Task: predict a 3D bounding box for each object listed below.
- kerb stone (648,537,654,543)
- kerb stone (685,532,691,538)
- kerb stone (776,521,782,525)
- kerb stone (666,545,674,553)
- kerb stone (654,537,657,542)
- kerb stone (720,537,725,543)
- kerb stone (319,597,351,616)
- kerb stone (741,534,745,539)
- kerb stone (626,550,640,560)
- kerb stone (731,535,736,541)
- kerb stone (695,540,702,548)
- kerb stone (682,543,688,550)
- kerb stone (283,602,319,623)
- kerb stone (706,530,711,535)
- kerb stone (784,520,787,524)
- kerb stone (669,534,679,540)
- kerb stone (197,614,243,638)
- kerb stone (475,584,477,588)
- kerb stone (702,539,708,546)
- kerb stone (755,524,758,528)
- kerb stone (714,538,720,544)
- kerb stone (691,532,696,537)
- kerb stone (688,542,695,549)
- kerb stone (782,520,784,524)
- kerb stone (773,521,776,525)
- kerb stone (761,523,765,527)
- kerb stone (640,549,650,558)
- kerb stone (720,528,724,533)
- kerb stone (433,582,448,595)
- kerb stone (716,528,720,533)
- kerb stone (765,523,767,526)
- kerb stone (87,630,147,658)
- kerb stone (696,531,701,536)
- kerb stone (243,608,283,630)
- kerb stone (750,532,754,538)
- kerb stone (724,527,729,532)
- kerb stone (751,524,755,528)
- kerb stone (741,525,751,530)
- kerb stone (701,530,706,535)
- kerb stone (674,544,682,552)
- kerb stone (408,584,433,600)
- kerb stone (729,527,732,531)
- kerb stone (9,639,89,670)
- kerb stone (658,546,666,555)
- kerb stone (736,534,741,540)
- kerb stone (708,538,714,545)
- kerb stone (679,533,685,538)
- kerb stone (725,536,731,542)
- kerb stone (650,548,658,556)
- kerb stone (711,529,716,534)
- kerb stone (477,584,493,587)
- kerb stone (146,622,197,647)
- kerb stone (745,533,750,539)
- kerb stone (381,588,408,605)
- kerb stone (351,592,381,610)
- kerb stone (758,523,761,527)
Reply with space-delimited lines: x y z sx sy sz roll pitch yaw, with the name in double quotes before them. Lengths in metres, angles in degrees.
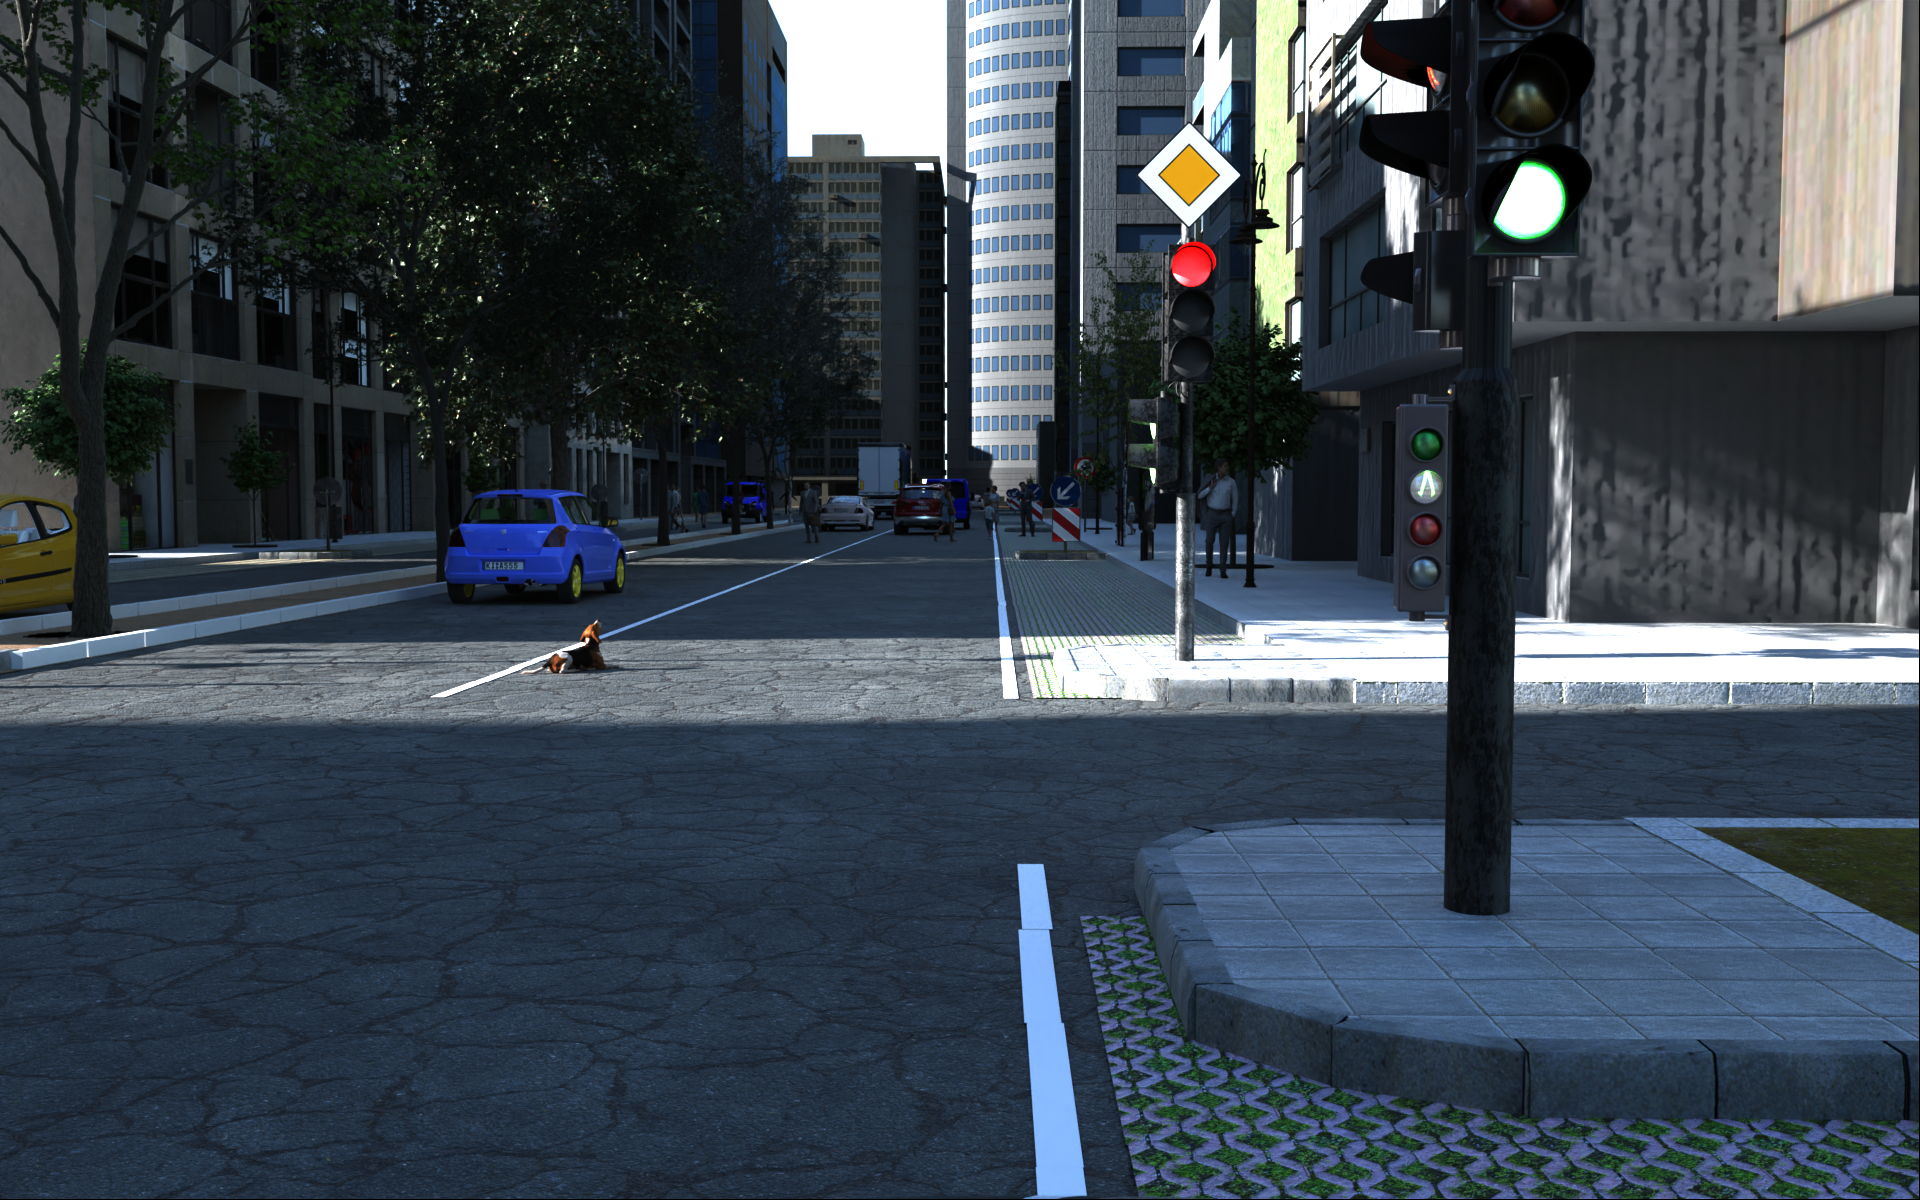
"kerb stone" -9.142 -1.731 50.502 0.120 0.150 1.000 0 4 1
"kerb stone" -9.038 -2.107 56.648 0.120 0.150 1.000 0 4 1
"kerb stone" -8.608 -3.610 81.258 0.120 0.150 1.000 0 4 1
"kerb stone" -7.183 -1.227 42.255 0.120 0.150 1.000 0 4 1
"kerb stone" -9.125 -1.793 51.524 0.120 0.150 1.000 0 4 1
"kerb stone" -7.051 -1.728 50.451 0.120 0.150 1.000 0 4 1
"kerb stone" -7.562 0.089 20.733 0.120 0.150 1.000 0 4 1
"kerb stone" -6.968 -1.975 54.551 0.120 0.150 1.000 0 4 1
"kerb stone" -7.261 -0.977 38.162 0.120 0.150 1.000 0 4 1
"kerb stone" -7.006 -1.854 52.500 0.120 0.150 1.000 0 4 1
"kerb stone" -7.110 -1.476 46.350 0.120 0.150 1.000 0 4 1
"kerb stone" -7.159 -1.352 44.303 0.120 0.150 1.000 0 4 1
"kerb stone" -7.581 0.152 19.711 0.120 0.150 1.000 0 4 1
"kerb stone" -8.967 -2.359 60.770 0.120 0.150 1.000 0 4 1
"kerb stone" -8.575 -3.737 83.303 0.120 0.150 1.000 0 4 1
"kerb stone" -9.079 -1.981 54.592 0.120 0.150 1.000 0 4 1
"kerb stone" -7.617 0.277 17.659 0.120 0.150 1.000 0 4 1
"kerb stone" -7.466 -0.220 25.857 0.120 0.150 1.000 0 4 1
"kerb stone" -7.108 -1.540 47.372 0.120 0.150 1.000 0 4 1
"kerb stone" -8.754 -3.112 73.072 0.120 0.150 1.000 0 4 1
"kerb stone" -7.062 -1.666 49.427 0.120 0.150 1.000 0 4 1
"kerb stone" -9.017 -2.170 57.671 0.120 0.150 1.000 0 4 1
"kerb stone" -7.139 -1.415 45.325 0.120 0.150 1.000 0 4 1
"kerb stone" -8.589 -3.675 82.281 0.120 0.150 1.000 0 4 1
"kerb stone" -8.645 -3.487 79.212 0.120 0.150 1.000 0 4 1
"kerb stone" -8.713 -3.237 75.120 0.120 0.150 1.000 0 4 1
"kerb stone" -7.239 -1.039 39.184 0.120 0.150 1.000 0 4 1
"kerb stone" -8.918 -2.545 63.842 0.120 0.150 1.000 0 4 1
"kerb stone" -7.492 -0.161 24.835 0.120 0.150 1.000 0 4 1
"kerb stone" -8.921 -2.485 62.820 0.120 0.150 1.000 0 4 1
"kerb stone" -8.698 -3.298 76.142 0.120 0.150 1.000 0 4 1
"kerb stone" -7.654 0.403 15.610 0.120 0.150 1.000 0 4 1
"kerb stone" -9.004 -2.228 58.702 0.120 0.150 1.000 0 4 1
"kerb stone" -7.598 0.217 18.689 0.120 0.150 1.000 0 4 1
"kerb stone" -6.932 -2.101 56.596 0.120 0.150 1.000 0 4 1
"kerb stone" -8.895 -2.610 64.864 0.120 0.150 1.000 0 4 1
"kerb stone" -8.768 -3.048 72.050 0.120 0.150 1.000 0 4 1
"kerb stone" -8.789 -2.984 71.027 0.120 0.150 1.000 0 4 1
"kerb stone" -8.987 -2.293 59.740 0.120 0.150 1.000 0 4 1
"kerb stone" -7.169 -1.289 43.277 0.120 0.150 1.000 0 4 1
"kerb stone" -7.507 -0.095 23.811 0.120 0.150 1.000 0 4 1
"kerb stone" -8.875 -2.673 65.891 0.120 0.150 1.000 0 4 1
"kerb stone" -7.676 0.467 14.588 0.120 0.150 1.000 0 4 1
"kerb stone" -7.205 -1.163 41.233 0.120 0.150 1.000 0 4 1
"kerb stone" -6.993 -1.916 53.525 0.120 0.150 1.000 0 4 1
"kerb stone" -7.081 -1.603 48.402 0.120 0.150 1.000 0 4 1
"kerb stone" -9.051 -2.039 55.623 0.120 0.150 1.000 0 4 1
"kerb stone" -7.020 -1.784 51.473 0.120 0.150 1.000 0 4 1
"kerb stone" -7.229 -1.102 40.209 0.120 0.150 1.000 0 4 1
"kerb stone" -8.944 -2.422 61.796 0.120 0.150 1.000 0 4 1
"kerb stone" -7.459 -0.286 26.879 0.120 0.150 1.000 0 4 1
"kerb stone" -7.639 0.340 16.637 0.120 0.150 1.000 0 4 1
"kerb stone" -6.959 -2.041 55.573 0.120 0.150 1.000 0 4 1
"kerb stone" -7.526 -0.034 22.786 0.120 0.150 1.000 0 4 1
"kerb stone" -7.542 0.027 21.757 0.120 0.150 1.000 0 4 1
"kerb stone" -8.728 -3.174 74.097 0.120 0.150 1.000 0 4 1
